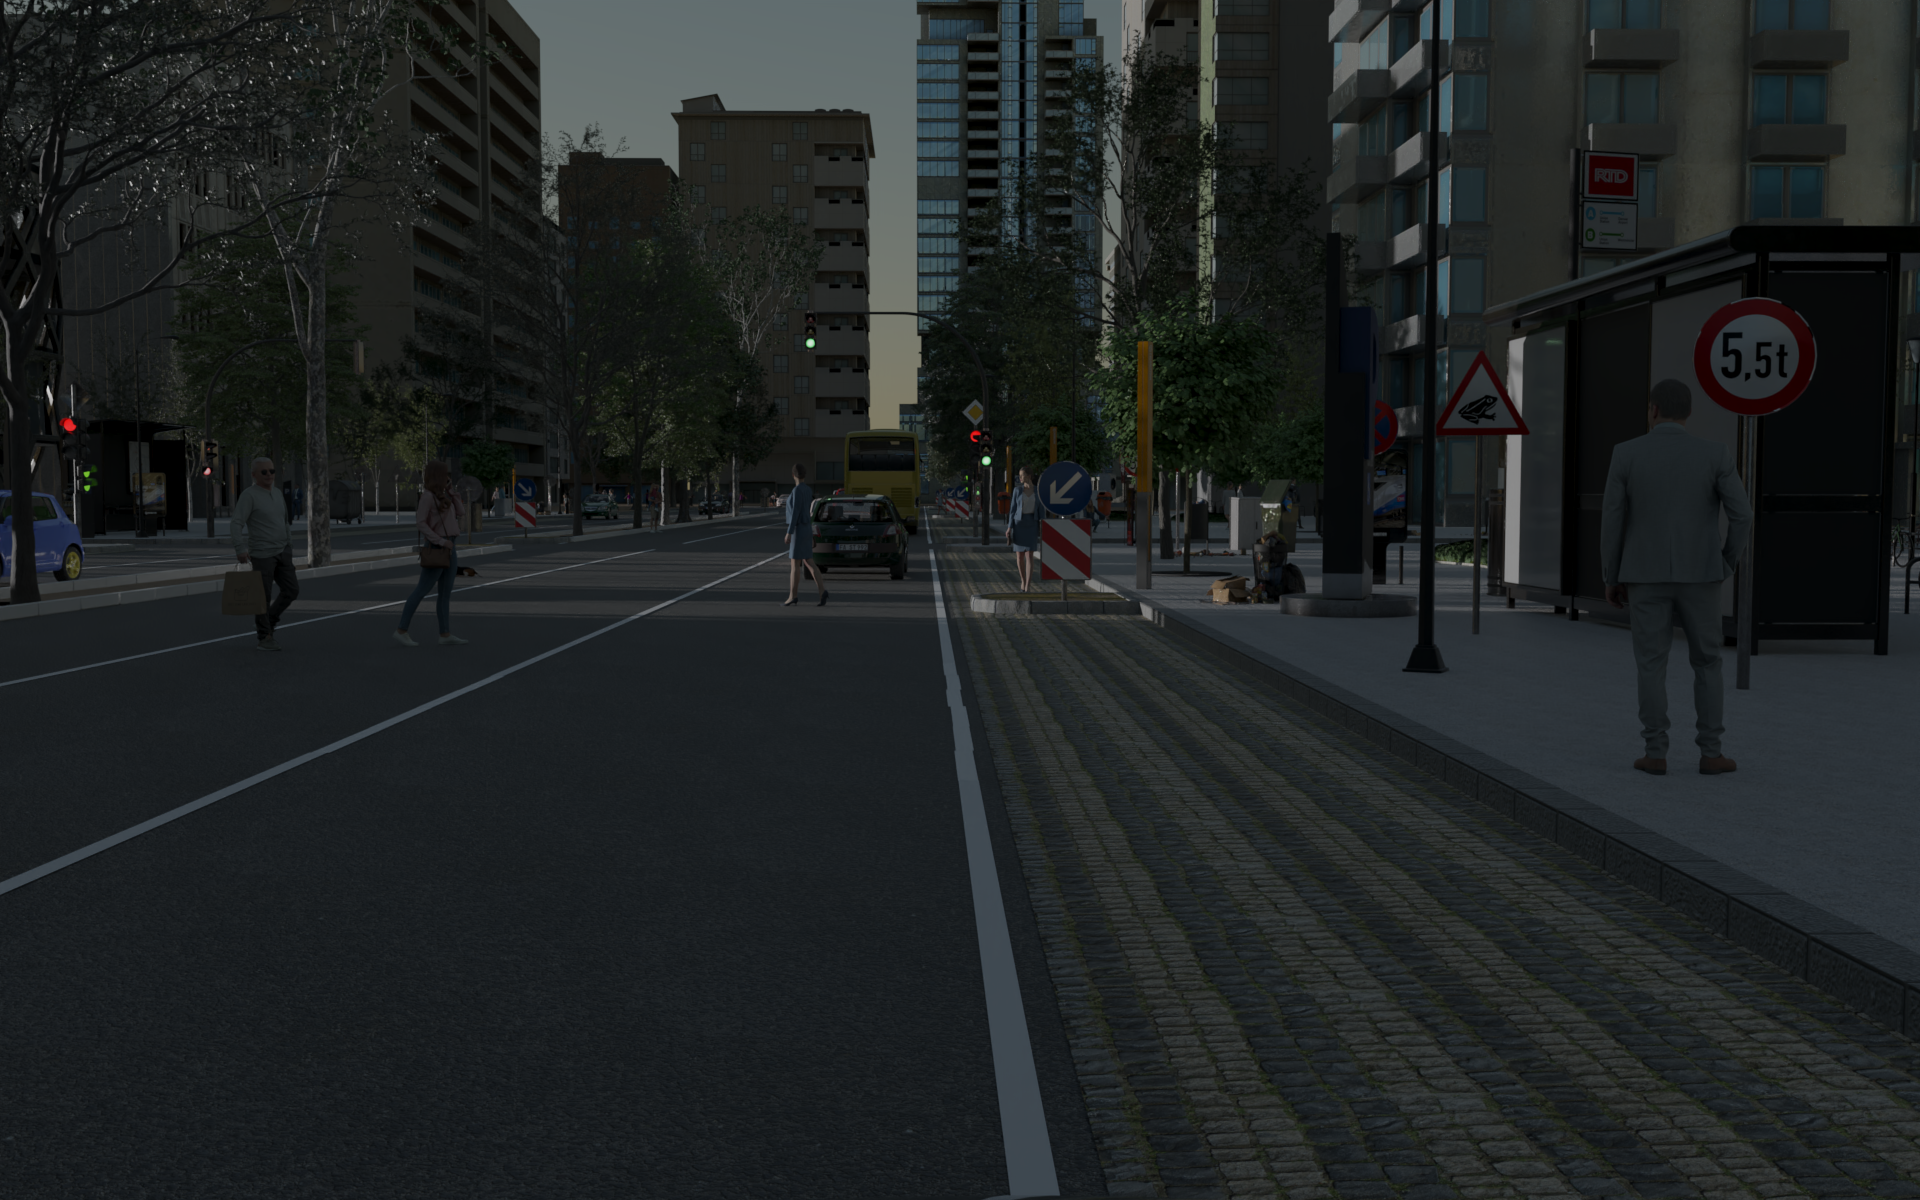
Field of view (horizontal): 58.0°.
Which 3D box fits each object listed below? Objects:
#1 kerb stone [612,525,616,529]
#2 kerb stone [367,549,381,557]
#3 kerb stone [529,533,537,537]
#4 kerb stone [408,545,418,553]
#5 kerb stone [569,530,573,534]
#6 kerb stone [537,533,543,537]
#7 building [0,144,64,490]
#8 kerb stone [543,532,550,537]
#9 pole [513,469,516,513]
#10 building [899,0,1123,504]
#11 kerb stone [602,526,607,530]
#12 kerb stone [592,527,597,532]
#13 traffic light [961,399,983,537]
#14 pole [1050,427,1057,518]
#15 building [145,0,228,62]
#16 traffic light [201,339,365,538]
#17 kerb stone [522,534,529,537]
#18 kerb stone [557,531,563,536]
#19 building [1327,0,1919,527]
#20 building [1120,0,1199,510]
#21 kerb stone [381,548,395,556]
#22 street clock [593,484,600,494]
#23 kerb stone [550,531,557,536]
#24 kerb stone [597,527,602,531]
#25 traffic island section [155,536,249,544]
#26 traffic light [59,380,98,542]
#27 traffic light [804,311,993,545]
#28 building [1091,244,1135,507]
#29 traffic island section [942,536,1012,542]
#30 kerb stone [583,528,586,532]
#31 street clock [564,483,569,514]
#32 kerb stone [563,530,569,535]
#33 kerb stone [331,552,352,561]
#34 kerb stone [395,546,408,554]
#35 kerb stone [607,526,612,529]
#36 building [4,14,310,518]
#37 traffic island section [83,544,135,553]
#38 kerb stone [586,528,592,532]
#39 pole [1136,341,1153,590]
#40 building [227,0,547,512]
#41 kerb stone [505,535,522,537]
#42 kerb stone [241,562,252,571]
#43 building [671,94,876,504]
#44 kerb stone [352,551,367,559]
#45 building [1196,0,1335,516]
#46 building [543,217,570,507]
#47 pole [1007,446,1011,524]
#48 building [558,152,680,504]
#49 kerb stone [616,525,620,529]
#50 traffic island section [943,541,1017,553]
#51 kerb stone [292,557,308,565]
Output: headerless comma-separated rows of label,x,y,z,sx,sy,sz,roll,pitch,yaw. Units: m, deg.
kerb stone,-14.078,-2.899,69.594,0.120,0.150,1.000,0,4,-1
kerb stone,-13.421,-1.048,39.323,0.120,0.150,1.000,0,4,-1
kerb stone,-13.760,-2.021,55.245,0.120,0.150,1.000,0,4,-1
kerb stone,-13.481,-1.234,42.395,0.120,0.150,1.000,0,4,-1
kerb stone,-13.895,-2.398,61.396,0.120,0.150,1.000,0,4,-1
kerb stone,-13.790,-2.083,56.272,0.120,0.150,1.000,0,4,-1
building,-47.220,-12.504,71.896,16.820,18.784,16.811,0,4,-1
kerb stone,-13.802,-2.146,57.294,0.120,0.150,1.000,0,4,-1
pole,-30.661,-7.667,119.202,0.158,3.312,0.155,0,3,0
building,5.860,-56.314,233.398,31.000,86.520,22.319,0,4,-1
kerb stone,-14.036,-2.774,67.550,0.120,0.150,1.000,0,4,-1
kerb stone,-13.992,-2.648,65.494,0.120,0.150,1.000,0,4,-1
traffic light,0.442,-3.816,51.319,0.839,4.253,0.868,0,4,-1
pole,2.837,-3.597,52.648,0.158,3.312,0.155,0,3,0
building,-50.755,-31.303,135.499,21.300,48.544,21.600,0,4,-1
traffic light,-19.924,-4.662,50.897,4.771,5.953,1.251,0,4,-1
kerb stone,-13.740,-1.957,54.223,0.120,0.150,1.000,0,4,-1
kerb stone,-13.858,-2.272,59.346,0.120,0.150,1.000,0,4,-1
building,31.342,-27.881,75.461,30.456,49.044,23.786,0,4,-1
building,28.778,-34.302,150.078,28.713,52.752,27.495,0,4,-1
kerb stone,-13.443,-1.110,40.345,0.120,0.150,1.000,0,4,-1
street clock,-25.101,-7.031,119.523,0.358,2.002,0.471,2,4,26
kerb stone,-13.835,-2.209,58.316,0.120,0.150,1.000,0,4,-1
kerb stone,-14.016,-2.711,66.521,0.120,0.150,1.000,0,4,-1
traffic island section,-22.054,-1.754,50.951,2.009,0.180,2.903,0,4,-1
traffic light,-21.840,-3.297,42.834,0.839,4.253,0.868,0,4,-1
traffic light,-1.474,-4.188,43.149,4.771,5.953,1.251,0,4,-1
building,30.070,-29.621,176.191,32.217,40.220,23.993,0,4,-1
traffic island section,0.482,-1.783,51.434,2.009,0.180,2.903,0,4,-1
kerb stone,-13.944,-2.521,63.450,0.120,0.150,1.000,0,4,-1
street clock,-25.156,-6.503,110.889,0.358,2.002,0.471,0,4,0
kerb stone,-13.883,-2.335,60.370,0.120,0.150,1.000,0,4,-1
kerb stone,-13.374,-0.923,37.280,0.120,0.150,1.000,0,4,-1
kerb stone,-13.461,-1.165,41.371,0.120,0.150,1.000,0,4,-1
kerb stone,-14.049,-2.836,68.572,0.120,0.150,1.000,0,4,-1
building,-45.406,-16.982,95.678,12.078,24.808,19.932,0,4,-1
traffic island section,-21.880,-1.265,42.967,2.009,0.180,2.903,0,4,-1
kerb stone,-13.964,-2.579,64.472,0.120,0.150,1.000,0,4,-1
pole,2.482,-1.800,23.266,0.158,3.312,0.155,0,3,0
building,-50.855,-32.636,157.299,21.300,48.544,21.600,0,4,-1
kerb stone,-13.718,-1.893,53.198,0.120,0.150,1.000,0,4,-1
kerb stone,-13.255,-0.609,32.157,0.120,0.150,1.000,0,4,-1
building,-23.447,-39.609,236.845,27.495,52.752,28.713,0,4,-1
kerb stone,-13.398,-0.982,38.302,0.120,0.150,1.000,0,4,-1
building,21.489,-25.870,106.572,14.154,41.232,14.086,0,4,-1
building,-48.553,-24.993,180.336,14.107,30.474,14.160,0,4,-1
pole,2.084,-4.881,73.653,0.158,3.312,0.155,0,3,0
building,-44.479,-35.450,229.718,14.200,45.320,14.600,0,4,-1
kerb stone,-14.097,-2.962,70.619,0.120,0.150,1.000,0,4,-1
traffic island section,0.656,-1.295,43.451,2.009,0.180,2.903,0,4,-1
kerb stone,-13.334,-0.797,35.233,0.120,0.150,1.000,0,4,-1
